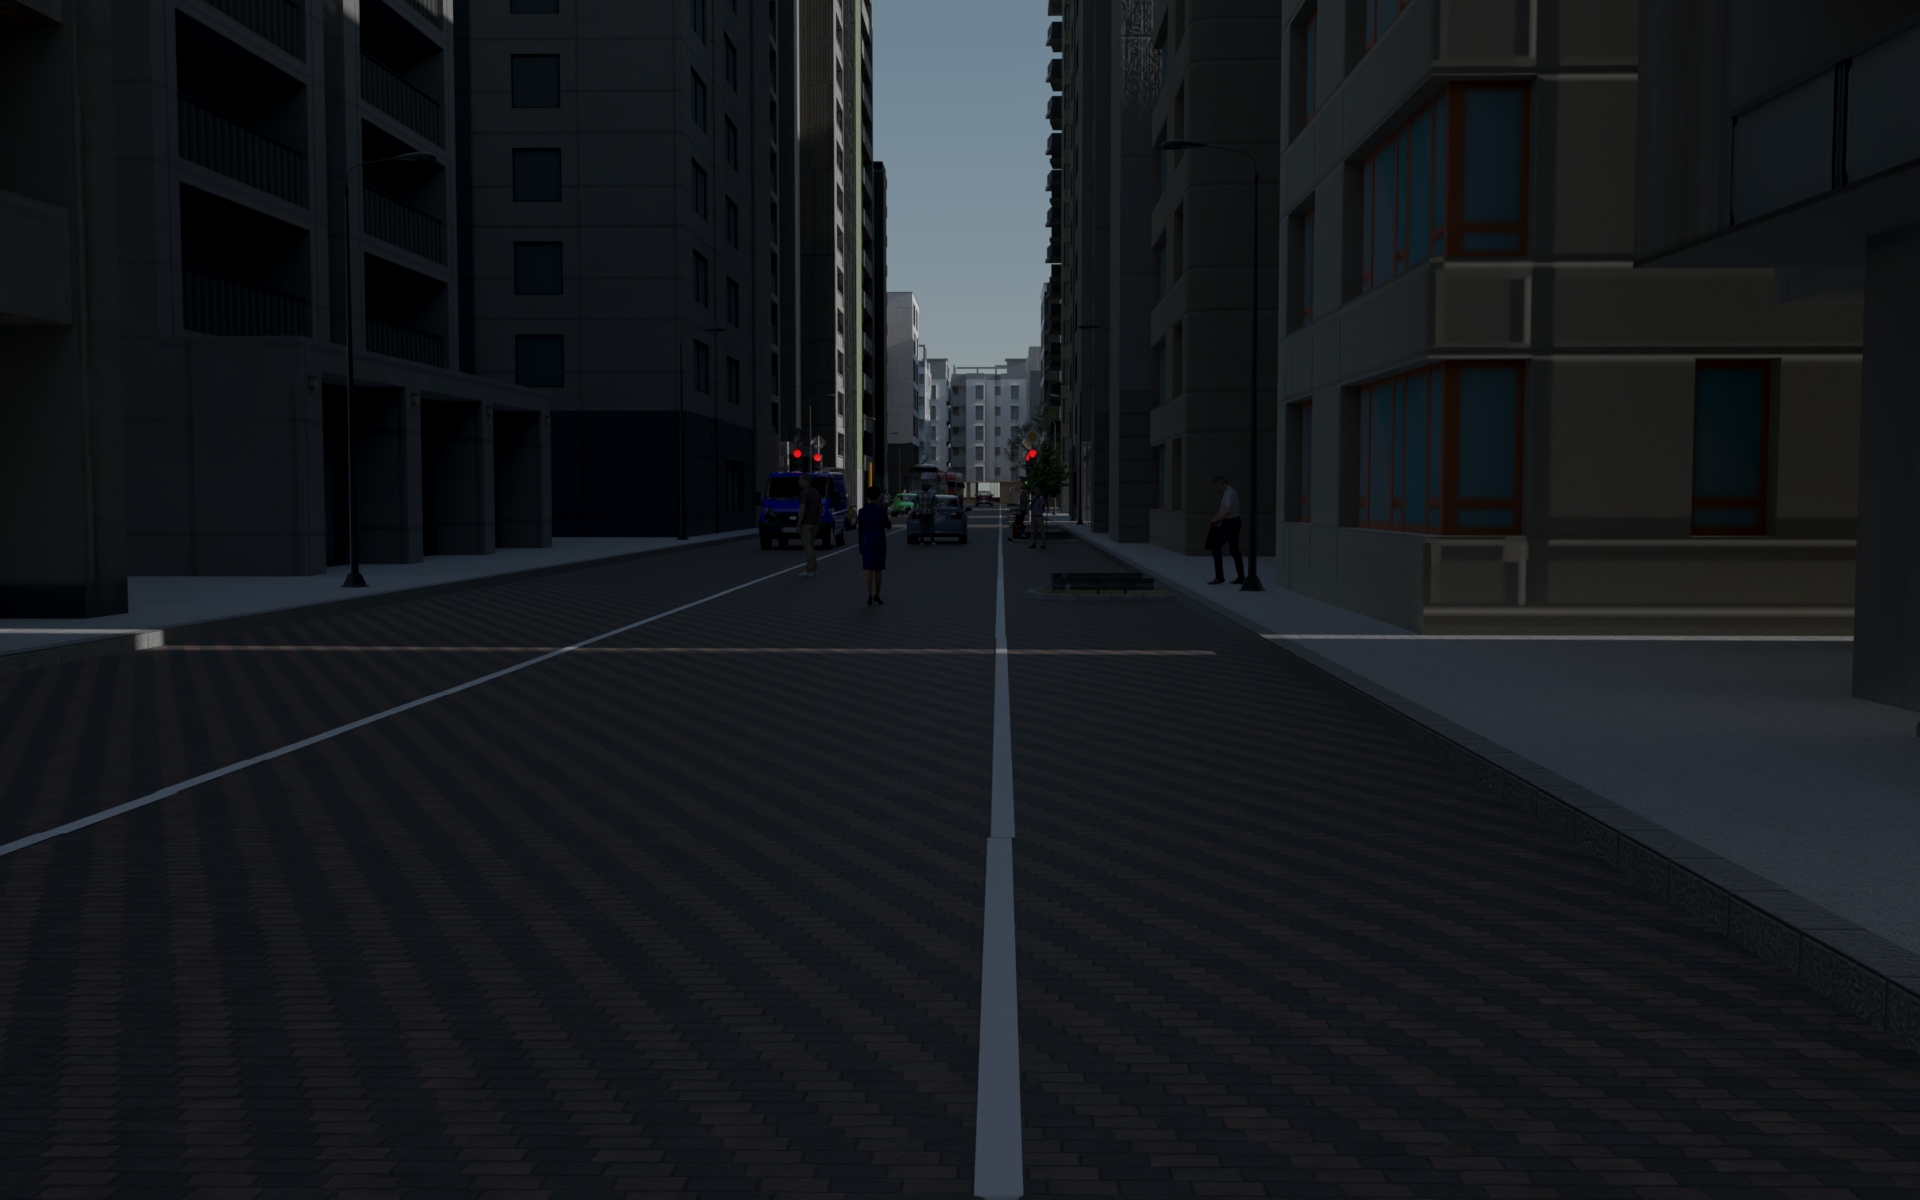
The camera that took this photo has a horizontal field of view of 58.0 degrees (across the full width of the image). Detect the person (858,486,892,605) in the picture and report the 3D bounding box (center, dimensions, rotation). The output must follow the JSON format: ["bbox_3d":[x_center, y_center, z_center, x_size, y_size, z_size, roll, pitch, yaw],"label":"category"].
[{"bbox_3d":[-1.103,-0.711,22.491,0.453,1.535,0.546,0,4,-4],"label":"person"}]

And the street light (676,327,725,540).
[{"bbox_3d":[-7.227,-4.635,48.330,1.470,5.913,1.316,0,4,1],"label":"street light"}]

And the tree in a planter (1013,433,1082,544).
[{"bbox_3d":[2.566,-3.288,50.976,1.991,3.239,1.994,0,4,1],"label":"tree in a planter"}]

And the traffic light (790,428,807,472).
[{"bbox_3d":[-6.804,-5.147,73.080,0.839,4.253,0.868,0,4,1],"label":"traffic light"}]

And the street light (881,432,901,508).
[{"bbox_3d":[-5.352,-9.661,130.499,1.470,5.913,1.316,0,4,1],"label":"street light"}]

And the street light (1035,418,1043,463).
[{"bbox_3d":[5.253,-8.161,105.970,1.470,5.913,1.316,0,4,1],"label":"street light"}]

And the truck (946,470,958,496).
[{"bbox_3d":[-1.659,-12.997,201.417,2.839,4.237,11.283,0,4,0],"label":"truck"}]

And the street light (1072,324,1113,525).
[{"bbox_3d":[3.930,-4.588,47.561,1.470,5.913,1.316,0,4,1],"label":"street light"}]

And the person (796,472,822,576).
[{"bbox_3d":[-2.666,-1.324,30.272,0.434,1.807,0.598,3,5,40],"label":"person"}]

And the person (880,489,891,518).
[{"bbox_3d":[-4.464,-5.761,103.422,0.841,1.734,0.376,-1,4,-21],"label":"person"}]

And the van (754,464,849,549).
[{"bbox_3d":[-4.179,-2.584,46.628,2.240,2.365,5.245,0,4,2],"label":"van"}]

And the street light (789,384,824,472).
[{"bbox_3d":[-6.633,-6.142,72.969,1.470,5.913,1.316,0,4,1],"label":"street light"}]

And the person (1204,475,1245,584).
[{"bbox_3d":[3.770,-0.998,24.570,0.590,1.554,0.614,1,4,10],"label":"person"}]

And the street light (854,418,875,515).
[{"bbox_3d":[-5.876,-8.154,105.858,1.470,5.913,1.316,0,4,1],"label":"street light"}]

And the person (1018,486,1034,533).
[{"bbox_3d":[2.500,-3.348,63.772,0.750,1.759,0.617,1,4,11],"label":"person"}]

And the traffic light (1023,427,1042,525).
[{"bbox_3d":[3.035,-5.134,72.867,0.839,4.253,0.868,0,4,1],"label":"traffic light"}]

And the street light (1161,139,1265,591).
[{"bbox_3d":[3.339,-3.077,22.843,1.470,5.913,1.316,0,4,1],"label":"street light"}]

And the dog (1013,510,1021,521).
[{"bbox_3d":[2.713,-4.089,83.697,0.800,0.831,0.513,1,4,10],"label":"dog"}]

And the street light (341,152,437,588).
[{"bbox_3d":[-7.804,-3.128,23.690,1.470,5.913,1.316,0,4,1],"label":"street light"}]

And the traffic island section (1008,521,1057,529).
[{"bbox_3d":[3.074,-3.101,72.980,2.009,0.180,2.903,0,4,1],"label":"traffic island section"}]

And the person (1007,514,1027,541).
[{"bbox_3d":[1.845,-2.197,52.710,0.859,0.850,0.655,-3,4,-39],"label":"person"}]

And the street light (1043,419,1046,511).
[{"bbox_3d":[4.755,-6.627,80.889,1.470,5.913,1.316,0,4,1],"label":"street light"}]

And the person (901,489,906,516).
[{"bbox_3d":[-3.534,-6.273,111.511,0.568,1.767,0.683,0,4,1],"label":"person"}]

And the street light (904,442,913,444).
[{"bbox_3d":[-4.882,-11.170,155.173,1.470,5.913,1.316,0,4,1],"label":"street light"}]

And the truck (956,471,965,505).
[{"bbox_3d":[-0.847,-13.686,212.673,2.839,4.237,11.283,0,4,0],"label":"truck"}]

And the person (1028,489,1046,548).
[{"bbox_3d":[2.049,-2.150,45.717,0.319,1.574,0.516,-3,5,-42],"label":"person"}]

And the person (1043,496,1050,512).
[{"bbox_3d":[6.038,-7.042,122.100,0.530,1.710,0.541,-3,4,-39],"label":"person"}]

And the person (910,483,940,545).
[{"bbox_3d":[-0.952,-2.395,48.377,0.841,1.734,0.376,1,4,8],"label":"person"}]

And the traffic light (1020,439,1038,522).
[{"bbox_3d":[3.221,-5.623,80.850,0.839,4.253,0.868,0,4,1],"label":"traffic light"}]

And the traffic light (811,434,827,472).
[{"bbox_3d":[-6.618,-5.636,81.063,0.839,4.253,0.868,0,4,1],"label":"traffic light"}]

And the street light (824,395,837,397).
[{"bbox_3d":[-6.457,-6.631,80.950,1.470,5.913,1.316,0,4,1],"label":"street light"}]

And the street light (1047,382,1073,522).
[{"bbox_3d":[4.475,-6.095,72.201,1.470,5.913,1.316,0,4,1],"label":"street light"}]
